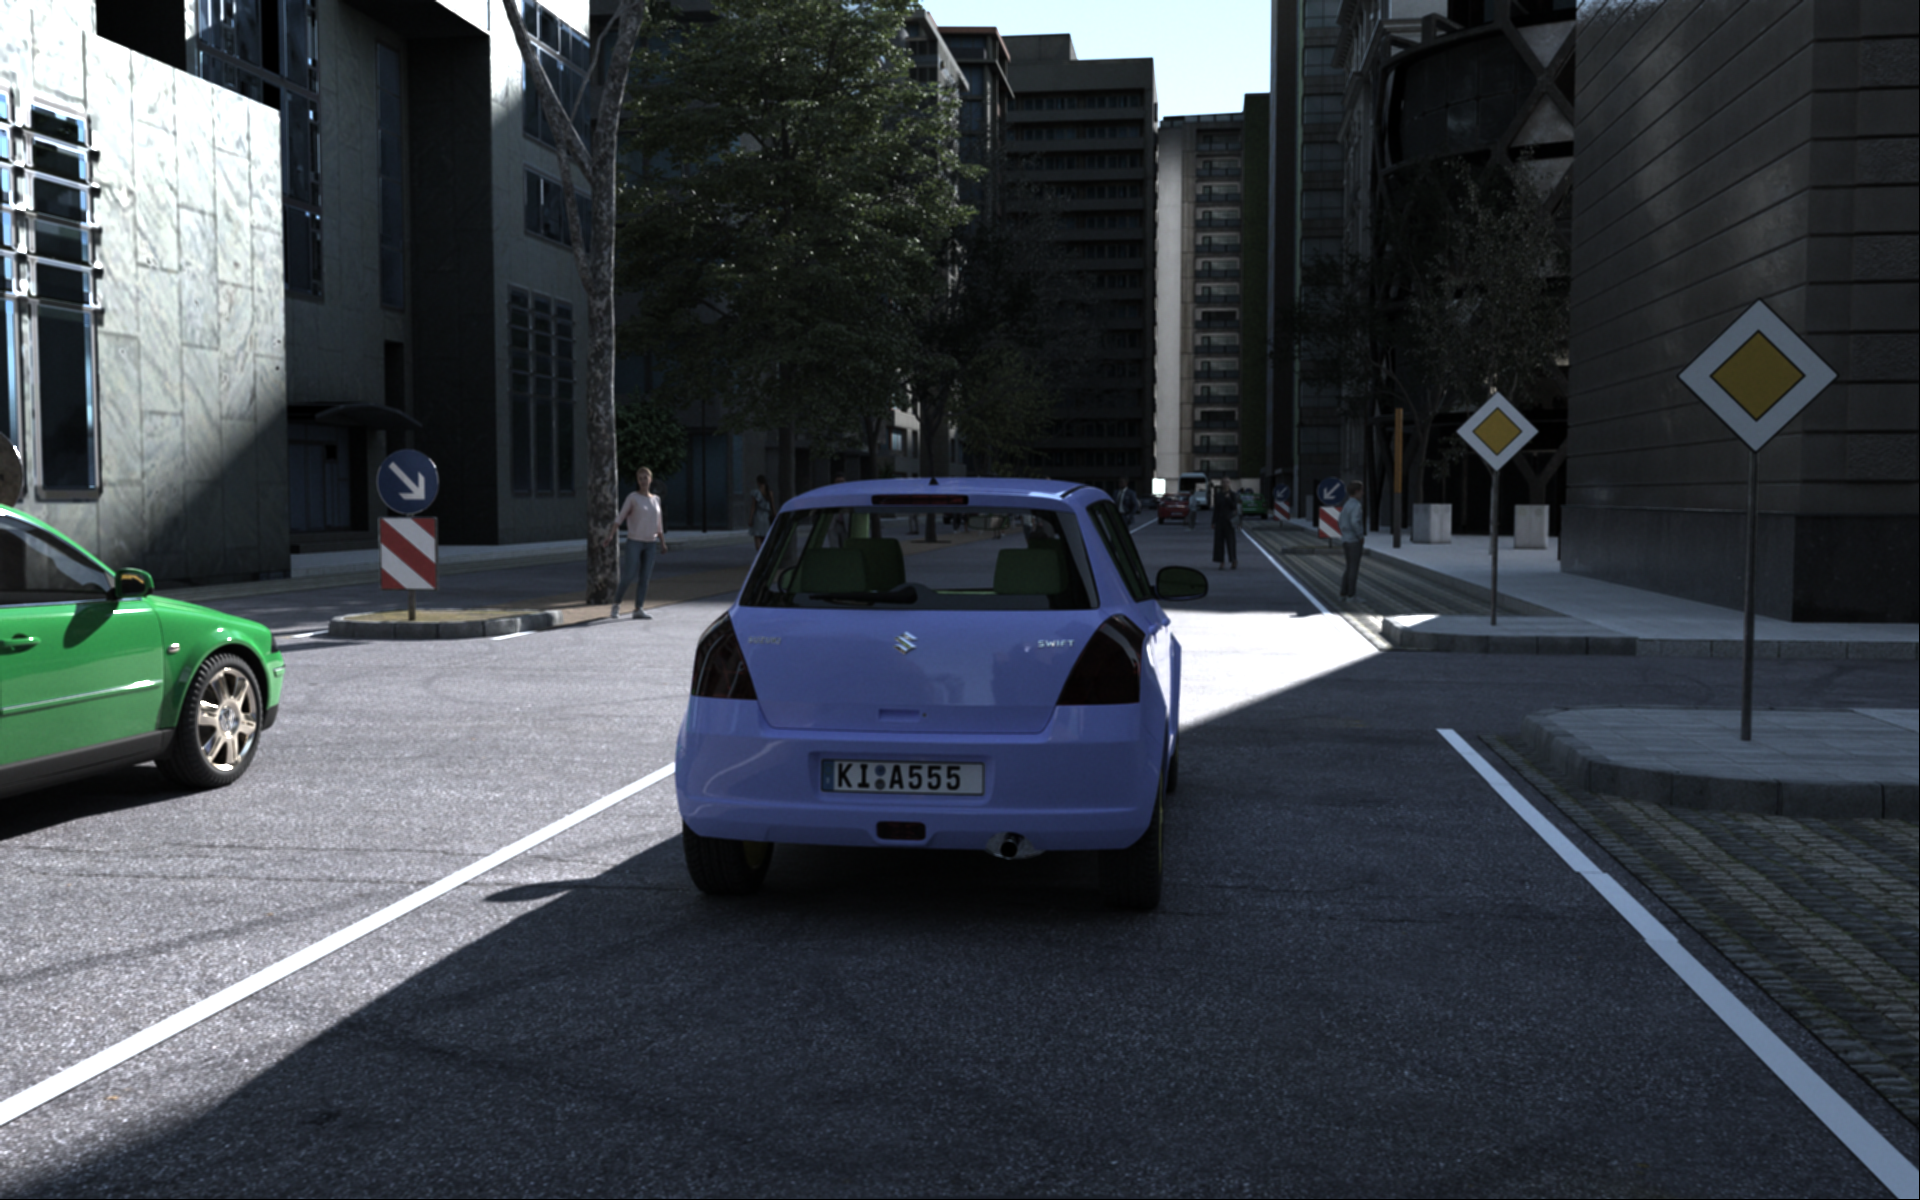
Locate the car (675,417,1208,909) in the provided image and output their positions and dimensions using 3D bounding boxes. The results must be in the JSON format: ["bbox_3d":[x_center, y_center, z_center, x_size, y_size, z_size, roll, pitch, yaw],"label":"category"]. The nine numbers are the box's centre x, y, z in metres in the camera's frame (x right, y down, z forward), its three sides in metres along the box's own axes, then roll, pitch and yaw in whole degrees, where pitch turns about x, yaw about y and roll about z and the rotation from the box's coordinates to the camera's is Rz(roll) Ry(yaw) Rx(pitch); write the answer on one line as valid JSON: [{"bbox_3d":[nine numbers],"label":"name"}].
[{"bbox_3d":[0.074,0.135,7.378,1.945,1.707,3.694,1,4,8],"label":"car"}]

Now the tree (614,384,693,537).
[{"bbox_3d":[-9.634,-4.166,51.834,4.285,4.588,4.351,0,3,0],"label":"tree"}]

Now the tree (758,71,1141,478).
[{"bbox_3d":[-0.847,-8.413,50.385,12.009,13.543,11.850,0,3,0],"label":"tree"}]

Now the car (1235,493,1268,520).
[{"bbox_3d":[16.645,-5.520,99.043,1.959,1.807,4.718,0,4,8],"label":"car"}]

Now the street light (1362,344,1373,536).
[{"bbox_3d":[12.479,-4.923,53.285,0.468,5.910,1.993,0,4,8],"label":"street light"}]

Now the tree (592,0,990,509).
[{"bbox_3d":[-3.343,-6.880,33.076,7.486,12.596,7.792,0,3,0],"label":"tree"}]

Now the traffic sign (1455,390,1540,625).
[{"bbox_3d":[5.212,-0.809,16.869,0.795,2.450,0.064,0,4,8],"label":"traffic sign"}]

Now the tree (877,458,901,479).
[{"bbox_3d":[-3.856,-5.940,91.726,1.663,3.219,1.824,0,3,0],"label":"tree"}]

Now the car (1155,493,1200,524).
[{"bbox_3d":[10.478,-4.556,83.527,2.155,1.783,4.494,0,4,8],"label":"car"}]

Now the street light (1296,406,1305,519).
[{"bbox_3d":[17.772,-7.206,90.600,0.468,5.910,1.993,0,4,8],"label":"street light"}]

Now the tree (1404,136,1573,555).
[{"bbox_3d":[11.322,-5.273,36.570,4.360,8.622,3.978,0,3,0],"label":"tree"}]

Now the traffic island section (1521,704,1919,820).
[{"bbox_3d":[4.117,0.810,9.036,2.009,0.180,2.903,0,4,8],"label":"traffic island section"}]

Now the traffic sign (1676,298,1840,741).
[{"bbox_3d":[4.093,-0.325,8.962,0.795,2.450,0.064,0,4,8],"label":"traffic sign"}]

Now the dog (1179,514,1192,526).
[{"bbox_3d":[10.252,-3.775,78.564,0.800,0.831,0.513,1,4,17],"label":"dog"}]

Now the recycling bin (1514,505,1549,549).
[{"bbox_3d":[13.403,-1.716,40.612,0.722,1.027,0.722,2,4,24],"label":"recycling bin"}]

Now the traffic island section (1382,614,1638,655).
[{"bbox_3d":[5.237,0.326,16.943,2.009,0.180,2.903,0,4,8],"label":"traffic island section"}]

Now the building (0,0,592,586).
[{"bbox_3d":[-21.775,-44.083,33.433,22.319,86.520,31.000,0,4,8],"label":"building"}]

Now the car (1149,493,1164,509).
[{"bbox_3d":[19.176,-9.627,166.448,2.155,1.783,4.494,1,4,10],"label":"car"}]

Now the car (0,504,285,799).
[{"bbox_3d":[-4.652,0.097,7.218,1.959,1.807,4.718,1,4,9],"label":"car"}]

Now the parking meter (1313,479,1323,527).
[{"bbox_3d":[13.996,-3.784,67.577,0.399,1.863,0.255,0,4,-2],"label":"parking meter"}]

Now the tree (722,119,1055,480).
[{"bbox_3d":[-1.877,-6.347,40.635,8.767,10.594,7.601,0,4,8],"label":"tree"}]

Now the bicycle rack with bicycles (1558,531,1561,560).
[{"bbox_3d":[12.818,-1.226,33.428,2.852,0.926,2.925,-2,4,-34],"label":"bicycle rack with bicycles"}]

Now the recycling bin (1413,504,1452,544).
[{"bbox_3d":[12.257,-1.983,44.968,0.722,1.027,0.722,-2,4,-25],"label":"recycling bin"}]

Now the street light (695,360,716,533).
[{"bbox_3d":[-8.499,-5.178,57.443,0.468,5.910,1.993,0,4,8],"label":"street light"}]

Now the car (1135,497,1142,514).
[{"bbox_3d":[12.191,-6.966,126.249,2.083,1.381,4.827,1,4,9],"label":"car"}]

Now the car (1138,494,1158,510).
[{"bbox_3d":[17.460,-9.116,161.046,2.014,1.417,4.499,1,4,8],"label":"car"}]

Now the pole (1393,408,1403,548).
[{"bbox_3d":[10.410,-2.895,41.168,0.158,3.312,0.155,0,3,0],"label":"pole"}]

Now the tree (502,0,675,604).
[{"bbox_3d":[-5.722,-10.066,22.926,12.611,20.169,13.585,0,3,0],"label":"tree"}]

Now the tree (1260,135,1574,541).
[{"bbox_3d":[12.227,-6.829,46.062,8.767,10.594,7.601,0,4,7],"label":"tree"}]

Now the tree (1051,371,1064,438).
[{"bbox_3d":[2.152,-7.119,69.218,4.737,8.622,4.395,0,3,0],"label":"tree"}]

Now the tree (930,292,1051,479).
[{"bbox_3d":[0.864,-6.832,64.524,4.737,8.622,4.395,0,3,0],"label":"tree"}]
